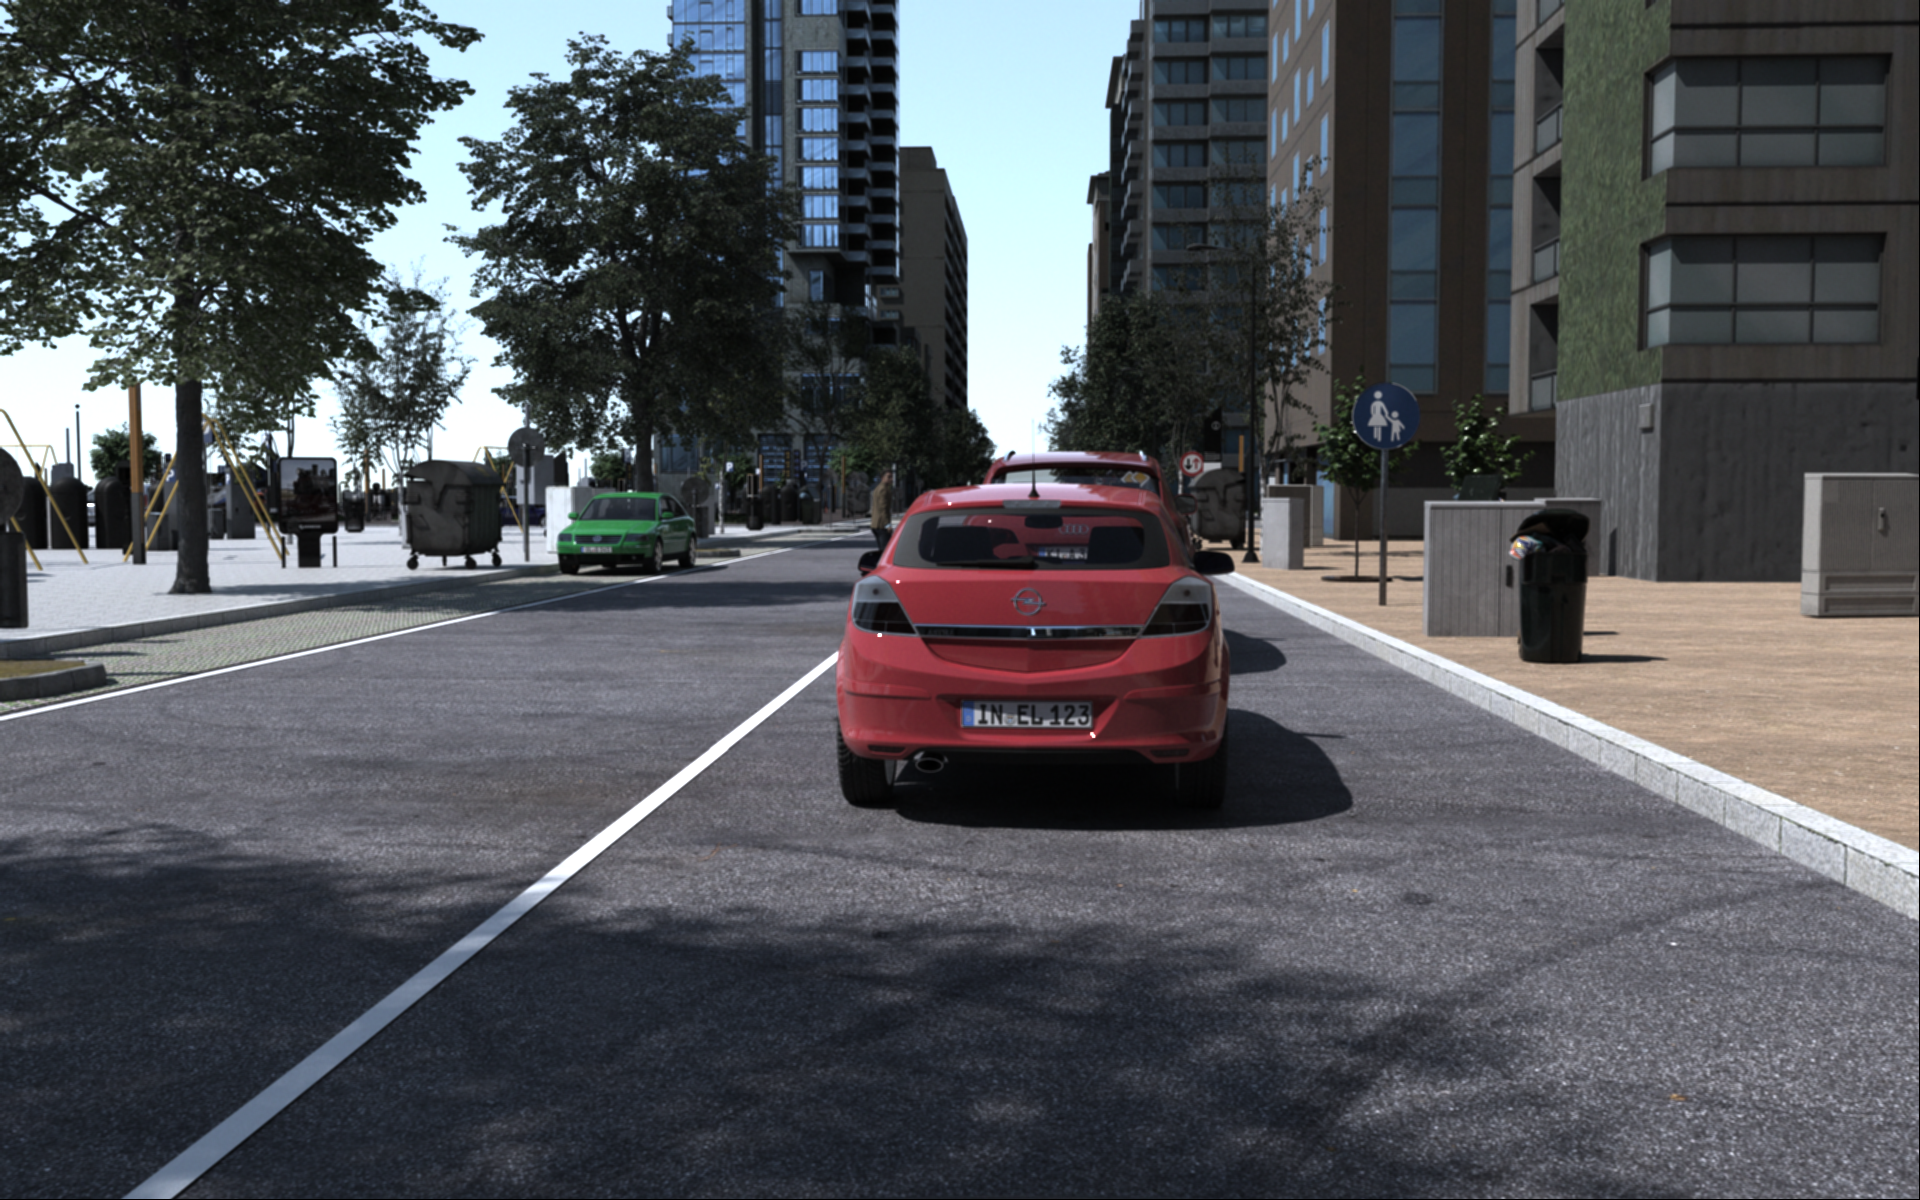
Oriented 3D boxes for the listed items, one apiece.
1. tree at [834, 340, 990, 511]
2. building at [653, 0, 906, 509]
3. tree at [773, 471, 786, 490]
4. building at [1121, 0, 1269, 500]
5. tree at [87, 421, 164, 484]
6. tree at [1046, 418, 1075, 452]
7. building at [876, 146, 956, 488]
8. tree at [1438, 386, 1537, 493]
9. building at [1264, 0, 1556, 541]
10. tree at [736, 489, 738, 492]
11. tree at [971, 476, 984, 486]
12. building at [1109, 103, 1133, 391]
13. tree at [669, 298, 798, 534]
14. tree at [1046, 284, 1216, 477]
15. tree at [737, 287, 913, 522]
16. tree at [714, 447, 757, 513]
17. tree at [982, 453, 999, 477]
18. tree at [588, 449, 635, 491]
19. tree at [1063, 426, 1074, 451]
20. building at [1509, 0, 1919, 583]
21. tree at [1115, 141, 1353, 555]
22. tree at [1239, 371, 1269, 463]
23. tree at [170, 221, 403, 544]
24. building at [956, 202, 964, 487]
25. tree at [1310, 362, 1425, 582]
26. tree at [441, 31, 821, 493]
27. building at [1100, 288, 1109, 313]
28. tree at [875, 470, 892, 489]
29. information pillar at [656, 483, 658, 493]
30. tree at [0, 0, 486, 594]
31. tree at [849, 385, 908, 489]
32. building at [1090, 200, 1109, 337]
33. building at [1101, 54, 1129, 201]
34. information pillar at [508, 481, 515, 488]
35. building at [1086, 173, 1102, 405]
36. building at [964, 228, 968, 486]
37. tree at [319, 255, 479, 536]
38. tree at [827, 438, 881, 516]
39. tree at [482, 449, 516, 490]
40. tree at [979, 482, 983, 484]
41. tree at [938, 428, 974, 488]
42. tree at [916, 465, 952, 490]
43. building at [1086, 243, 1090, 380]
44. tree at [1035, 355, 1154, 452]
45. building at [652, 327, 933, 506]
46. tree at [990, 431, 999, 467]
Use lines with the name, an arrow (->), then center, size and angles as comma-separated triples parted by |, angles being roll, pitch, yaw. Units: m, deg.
tree -> -4.674, -13.003, 129.604 | 9.611, 12.733, 9.660 | 0, 3, 0
building -> -15.881, -51.981, 162.565 | 22.319, 86.520, 31.000 | 0, 4, 3
tree -> -12.849, -8.154, 127.926 | 1.663, 3.219, 1.824 | 0, 3, 0
building -> 26.509, -33.119, 161.096 | 23.786, 49.044, 30.456 | 0, 4, 3
tree -> -37.309, -5.729, 77.390 | 4.285, 4.588, 4.351 | 0, 3, 0
tree -> 15.064, -19.126, 230.829 | 7.486, 12.596, 7.792 | 0, 3, 0
building -> -12.166, -37.997, 244.946 | 21.300, 48.544, 21.600 | 0, 4, 3
tree -> 8.989, -2.192, 30.442 | 1.663, 3.219, 1.824 | 0, 3, 0
building -> 17.269, -24.607, 52.443 | 14.600, 45.320, 14.200 | 0, 4, 3
tree -> -19.322, -9.186, 144.785 | 1.663, 3.219, 1.824 | 0, 3, 0
tree -> 2.953, -17.641, 272.139 | 4.285, 4.588, 4.351 | 0, 3, 0
building -> 22.827, -30.631, 184.407 | 14.154, 41.232, 14.086 | 0, 4, 3
tree -> -7.626, -6.477, 56.269 | 4.737, 8.622, 4.395 | 0, 3, 0
tree -> 9.505, -10.883, 94.942 | 9.611, 12.733, 9.660 | 0, 3, 0
tree -> -6.461, -8.829, 78.769 | 8.767, 10.594, 7.601 | 0, 4, -6
tree -> -15.538, -8.347, 120.192 | 4.285, 4.588, 4.351 | 0, 3, 0
tree -> 4.287, -22.615, 304.171 | 8.767, 10.594, 7.601 | 0, 4, 6
tree -> -23.566, -8.180, 117.449 | 4.285, 4.588, 4.351 | 0, 3, 0
tree -> 12.465, -13.853, 176.850 | 4.737, 8.622, 4.395 | 0, 3, 0
building -> 17.479, -21.213, 30.430 | 14.154, 41.232, 14.086 | 0, 4, 3
tree -> 6.197, -5.224, 35.779 | 4.360, 8.622, 3.978 | 0, 3, 0
tree -> 18.799, -9.347, 103.192 | 4.737, 8.622, 4.395 | 0, 3, 0
tree -> -17.370, -5.730, 44.047 | 4.737, 8.622, 4.395 | 0, 3, 0
building -> -10.935, -39.313, 266.471 | 21.300, 48.544, 21.600 | 0, 4, 3
tree -> 6.007, -1.893, 25.560 | 1.663, 3.219, 1.824 | 0, 3, 0
tree -> -8.699, -8.575, 46.849 | 9.857, 13.997, 8.962 | 0, 3, 0
building -> 26.517, -28.786, 242.357 | 14.160, 30.474, 14.107 | 0, 4, 3
tree -> -6.552, -11.564, 139.439 | 4.360, 8.622, 3.978 | 0, 3, 0
information pillar -> -19.441, -6.481, 110.448 | 0.304, 2.012, 0.304 | 2, 4, 27
tree -> -10.168, -6.382, 22.471 | 7.486, 12.596, 7.792 | 0, 3, 0
tree -> -5.242, -10.044, 114.577 | 4.737, 8.622, 4.395 | 0, 3, 0
building -> 27.162, -37.082, 256.396 | 14.600, 45.320, 14.200 | 0, 4, 3
building -> 31.898, -37.646, 204.753 | 28.713, 52.752, 27.495 | 0, 4, 3
information pillar -> -25.074, -5.647, 96.822 | 0.304, 2.012, 0.304 | -3, 5, -43
building -> 34.813, -42.042, 276.630 | 28.713, 52.752, 27.495 | 0, 4, 3
building -> -9.829, -40.674, 288.726 | 21.300, 48.544, 21.600 | 0, 4, 3
tree -> -17.344, -6.284, 53.112 | 4.360, 8.622, 3.978 | 0, 3, 0
tree -> -6.200, -7.211, 101.615 | 4.285, 4.588, 4.351 | 0, 3, 0
tree -> -33.391, -8.701, 125.968 | 4.285, 4.588, 4.351 | 0, 3, 0
tree -> 1.599, -17.753, 240.627 | 4.737, 8.622, 4.395 | 0, 3, 0
tree -> -0.854, -14.681, 190.394 | 4.737, 8.622, 4.395 | 0, 3, 0
tree -> -2.356, -10.683, 158.379 | 4.285, 4.588, 4.351 | 0, 3, 0
building -> 28.852, -39.652, 298.412 | 14.600, 45.320, 14.200 | 0, 4, 3
tree -> 11.233, -13.941, 138.313 | 12.009, 13.543, 11.850 | 0, 3, 0
building -> -17.766, -21.380, 194.600 | 27.650, 21.520, 28.899 | 0, 4, 3
tree -> 0.695, -18.664, 222.158 | 9.611, 12.733, 9.660 | 0, 3, 0
